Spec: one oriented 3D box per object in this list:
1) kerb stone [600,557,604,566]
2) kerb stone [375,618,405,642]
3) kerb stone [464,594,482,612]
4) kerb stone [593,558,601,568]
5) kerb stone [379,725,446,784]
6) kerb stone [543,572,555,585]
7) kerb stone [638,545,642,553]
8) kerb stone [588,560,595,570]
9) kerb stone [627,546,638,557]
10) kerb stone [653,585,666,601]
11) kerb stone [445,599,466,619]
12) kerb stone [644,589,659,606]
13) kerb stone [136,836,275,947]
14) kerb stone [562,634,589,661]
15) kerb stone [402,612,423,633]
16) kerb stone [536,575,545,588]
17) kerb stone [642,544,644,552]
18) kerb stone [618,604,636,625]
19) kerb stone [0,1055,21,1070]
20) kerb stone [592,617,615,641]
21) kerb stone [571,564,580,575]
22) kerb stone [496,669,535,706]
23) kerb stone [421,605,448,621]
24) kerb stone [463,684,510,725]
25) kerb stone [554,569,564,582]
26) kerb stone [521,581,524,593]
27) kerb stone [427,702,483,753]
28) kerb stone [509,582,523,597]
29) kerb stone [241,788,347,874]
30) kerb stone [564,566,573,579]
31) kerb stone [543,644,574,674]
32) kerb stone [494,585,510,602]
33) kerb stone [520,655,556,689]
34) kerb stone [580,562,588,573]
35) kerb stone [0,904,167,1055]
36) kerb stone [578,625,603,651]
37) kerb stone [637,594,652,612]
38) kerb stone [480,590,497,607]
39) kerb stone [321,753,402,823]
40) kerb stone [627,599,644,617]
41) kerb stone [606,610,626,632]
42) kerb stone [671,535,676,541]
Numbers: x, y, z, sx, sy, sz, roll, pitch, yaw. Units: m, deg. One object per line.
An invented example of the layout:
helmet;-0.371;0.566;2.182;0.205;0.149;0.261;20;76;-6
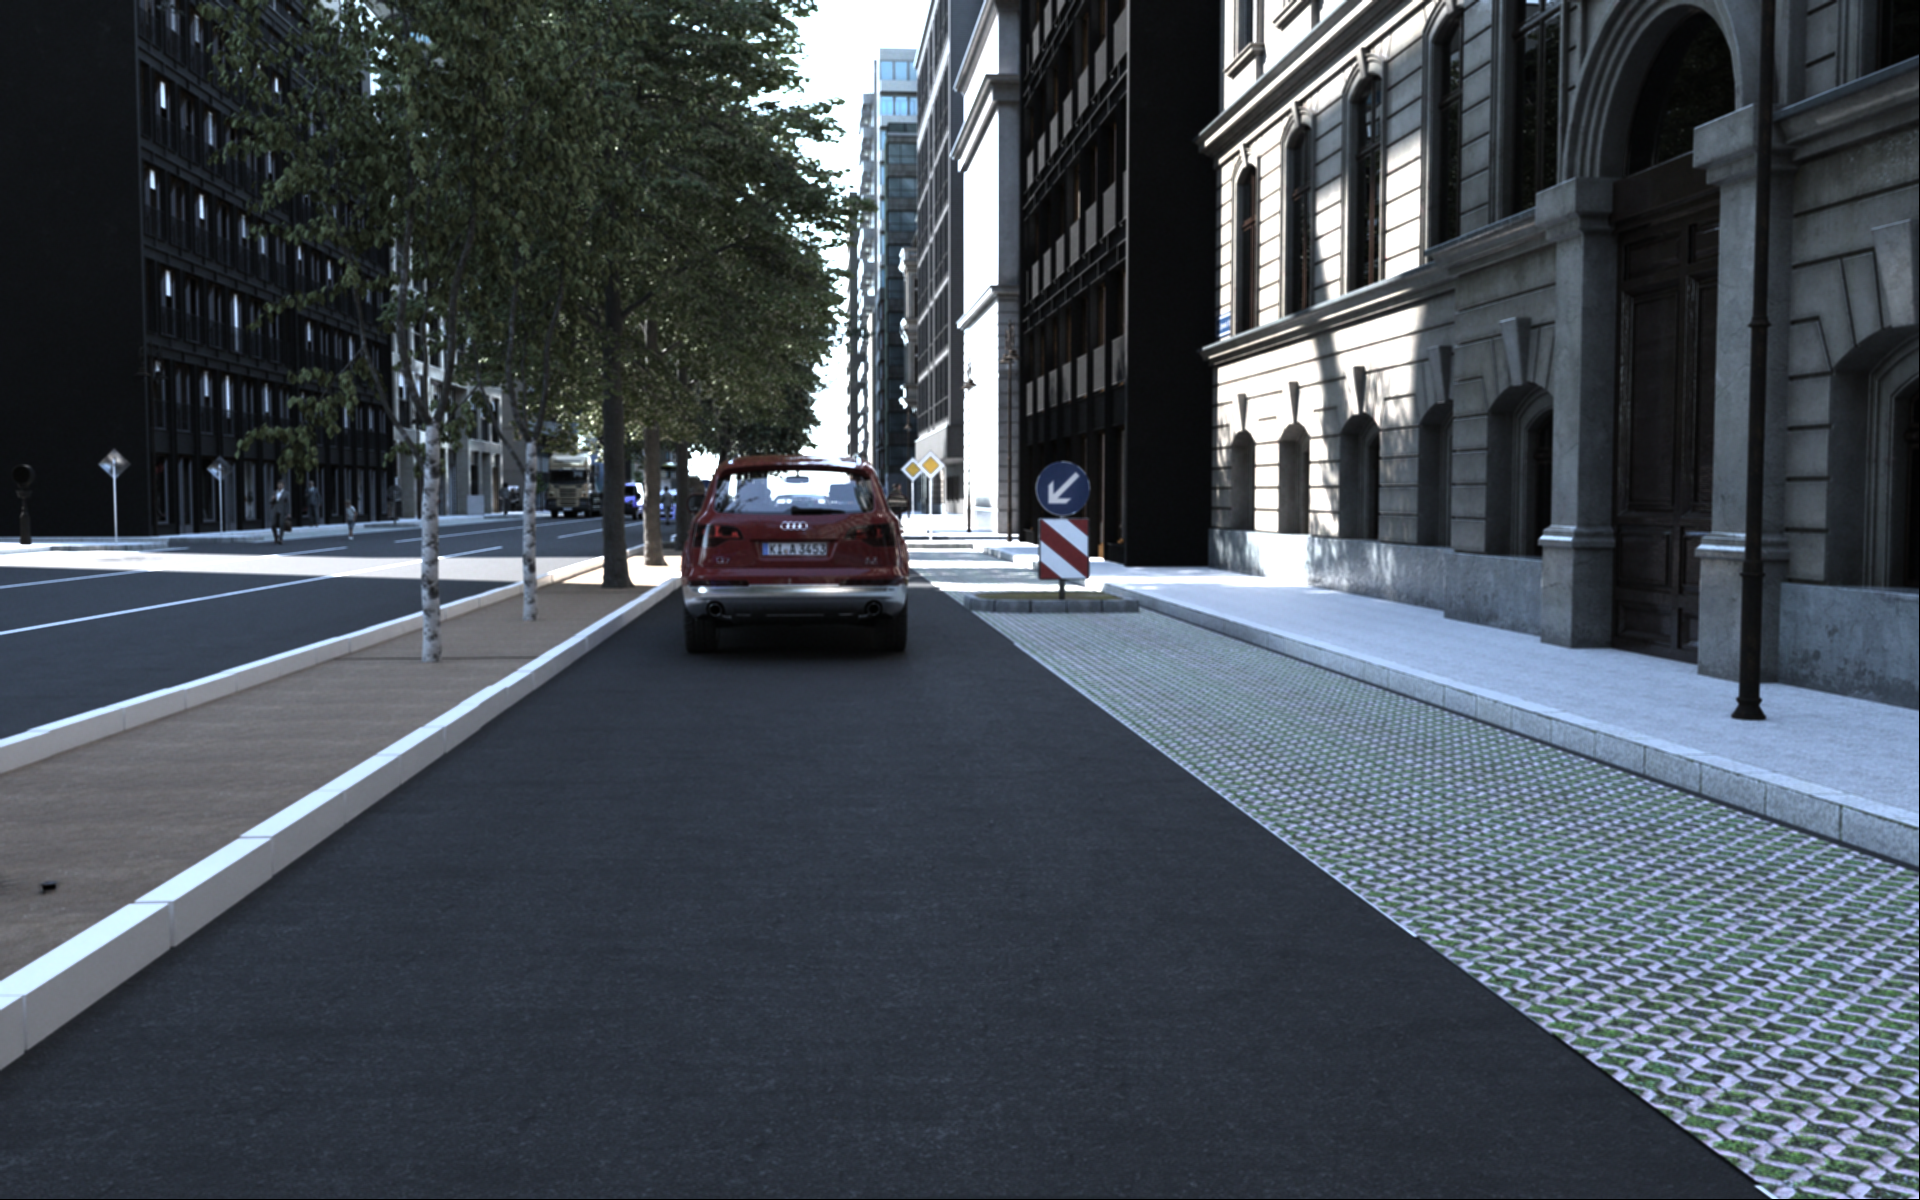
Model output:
kerb stone;-7.169;-0.746;34.394;0.120;0.150;1.000;0;4;-5
kerb stone;-5.663;0.316;17.042;0.120;0.150;1.000;0;4;-5
kerb stone;-6.025;0.066;21.136;0.120;0.150;1.000;0;4;-5
kerb stone;-7.080;-0.678;33.376;0.120;0.150;1.000;0;4;-5
kerb stone;-2.860;0.805;9.034;0.120;0.150;1.000;0;4;-5
kerb stone;-6.556;-0.309;27.255;0.120;0.150;1.000;0;4;-5
kerb stone;-7.787;-1.179;41.541;0.120;0.150;1.000;0;4;-5
kerb stone;-6.995;-0.621;32.355;0.120;0.150;1.000;0;4;-5
kerb stone;-7.705;-1.121;40.519;0.120;0.150;1.000;0;4;-5
kerb stone;-4.099;-0.070;23.343;0.120;0.150;1.000;0;4;-5
kerb stone;-5.925;0.127;20.114;0.120;0.150;1.000;0;4;-5
kerb stone;-4.012;-0.007;22.311;0.120;0.150;1.000;0;4;-5
kerb stone;-2.587;0.995;5.968;0.120;0.150;1.000;0;4;-5
kerb stone;-3.394;0.438;15.157;0.120;0.150;1.000;0;4;-5
kerb stone;-5.755;0.256;18.067;0.120;0.150;1.000;0;4;-5
kerb stone;-6.462;-0.246;26.237;0.120;0.150;1.000;0;4;-5
kerb stone;-7.883;-1.246;42.566;0.120;0.150;1.000;0;4;-5
kerb stone;-3.742;0.181;19.247;0.120;0.150;1.000;0;4;-5
kerb stone;-2.413;1.117;3.930;0.120;0.150;1.000;0;4;-5
kerb stone;-3.568;0.305;17.206;0.120;0.150;1.000;0;4;-5
kerb stone;-6.825;-0.492;30.316;0.120;0.150;1.000;0;4;-5
kerb stone;-3.129;0.628;12.099;0.120;0.150;1.000;0;4;-5
kerb stone;-5.842;0.190;19.087;0.120;0.150;1.000;0;4;-5
kerb stone;-3.044;0.681;11.080;0.120;0.150;1.000;0;4;-5
kerb stone;-6.633;-0.369;28.275;0.120;0.150;1.000;0;4;-5
kerb stone;-6.372;-0.183;25.219;0.120;0.150;1.000;0;4;-5
kerb stone;-2.944;0.742;10.062;0.120;0.150;1.000;0;4;-5
kerb stone;-6.290;-0.115;24.200;0.120;0.150;1.000;0;4;-5
kerb stone;-2.682;0.930;6.994;0.120;0.150;1.000;0;4;-5
kerb stone;-6.722;-0.434;29.293;0.120;0.150;1.000;0;4;-5
kerb stone;-3.301;0.494;14.137;0.120;0.150;1.000;0;4;-5
kerb stone;-6.200;-0.060;23.182;0.120;0.150;1.000;0;4;-5
kerb stone;-3.212;0.558;13.118;0.120;0.150;1.000;0;4;-5
kerb stone;-6.909;-0.559;31.335;0.120;0.150;1.000;0;4;-5
kerb stone;-2.504;1.059;4.948;0.120;0.150;1.000;0;4;-5
kerb stone;-3.480;0.369;16.184;0.120;0.150;1.000;0;4;-5
kerb stone;-3.921;0.062;21.290;0.120;0.150;1.000;0;4;-5
kerb stone;-6.108;0.007;22.161;0.120;0.150;1.000;0;4;-5
kerb stone;-2.772;0.869;8.015;0.120;0.150;1.000;0;4;-5
kerb stone;-3.834;0.118;20.267;0.120;0.150;1.000;0;4;-5
kerb stone;-3.657;0.243;18.224;0.120;0.150;1.000;0;4;-5
kerb stone;-8.901;-1.963;54.344;0.120;0.150;1.000;0;4;-5
